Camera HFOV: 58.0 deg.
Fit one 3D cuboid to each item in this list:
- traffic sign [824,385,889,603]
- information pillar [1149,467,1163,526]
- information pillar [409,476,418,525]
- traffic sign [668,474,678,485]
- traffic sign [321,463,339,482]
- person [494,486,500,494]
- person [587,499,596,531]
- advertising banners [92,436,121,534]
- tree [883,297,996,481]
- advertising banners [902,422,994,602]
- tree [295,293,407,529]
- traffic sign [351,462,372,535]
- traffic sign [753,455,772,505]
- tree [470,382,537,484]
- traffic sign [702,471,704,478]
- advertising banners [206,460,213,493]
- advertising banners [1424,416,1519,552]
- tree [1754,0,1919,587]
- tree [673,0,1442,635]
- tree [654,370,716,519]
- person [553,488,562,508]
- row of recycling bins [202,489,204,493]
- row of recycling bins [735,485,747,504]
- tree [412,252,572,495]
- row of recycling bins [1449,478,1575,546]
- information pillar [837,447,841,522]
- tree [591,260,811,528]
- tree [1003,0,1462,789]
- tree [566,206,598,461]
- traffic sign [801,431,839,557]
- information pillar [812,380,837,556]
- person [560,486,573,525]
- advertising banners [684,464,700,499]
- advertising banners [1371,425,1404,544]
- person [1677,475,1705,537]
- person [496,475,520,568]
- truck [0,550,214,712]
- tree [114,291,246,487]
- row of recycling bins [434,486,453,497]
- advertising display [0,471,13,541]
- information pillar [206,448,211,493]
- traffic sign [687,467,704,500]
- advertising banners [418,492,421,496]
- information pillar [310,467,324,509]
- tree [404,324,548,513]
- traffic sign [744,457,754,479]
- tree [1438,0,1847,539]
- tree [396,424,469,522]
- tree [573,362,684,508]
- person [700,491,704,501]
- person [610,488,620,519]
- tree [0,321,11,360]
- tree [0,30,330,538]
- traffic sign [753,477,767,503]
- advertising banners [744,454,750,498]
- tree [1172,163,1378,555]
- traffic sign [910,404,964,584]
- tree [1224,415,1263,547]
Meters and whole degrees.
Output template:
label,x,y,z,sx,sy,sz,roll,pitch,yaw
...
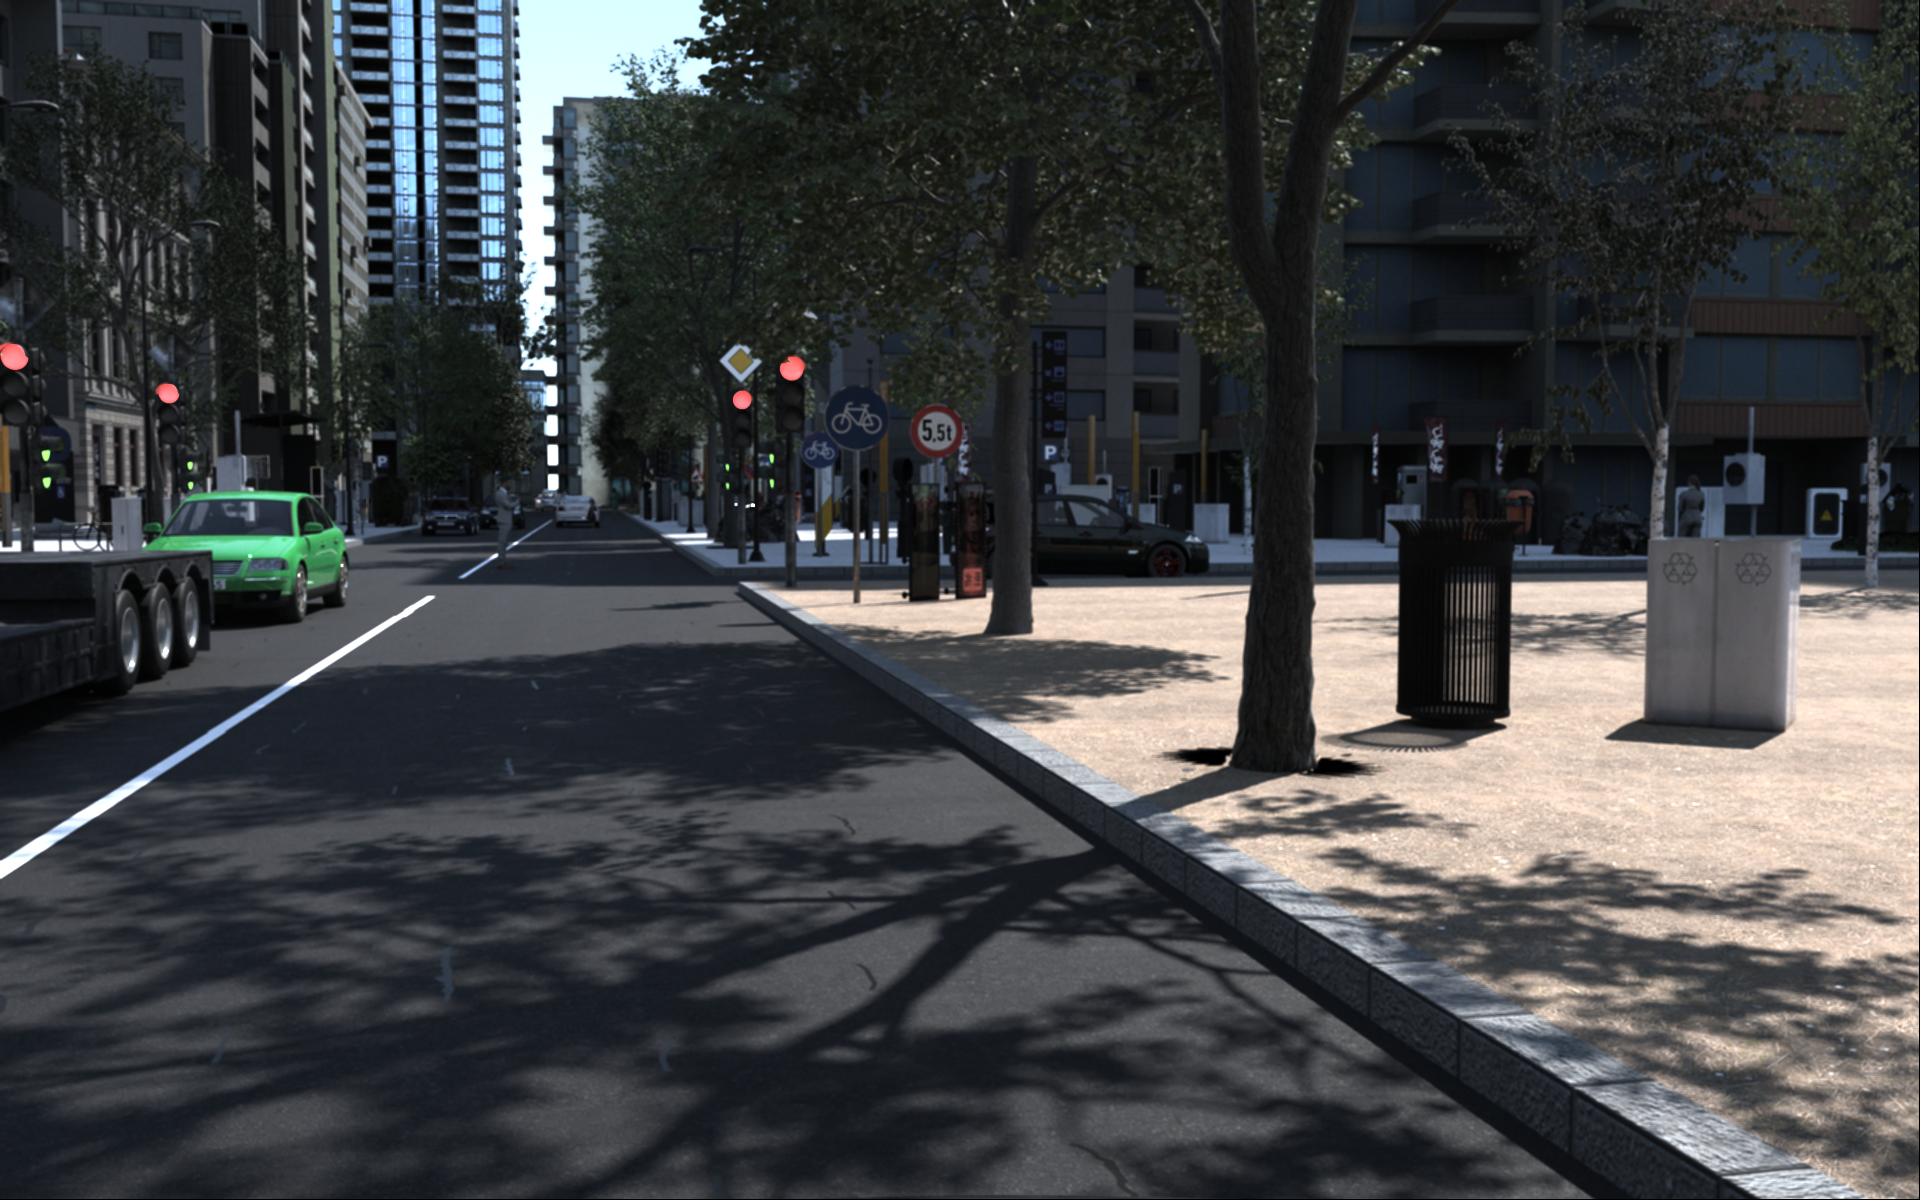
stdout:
label,x,y,z,sx,sy,sz,roll,pitch,yaw
traffic sign,-1.214,-1.237,20.324,0.768,2.556,0.104,-1,4,-11
information pillar,5.335,-2.617,47.281,0.304,2.012,0.304,1,4,22
information pillar,-22.724,-4.128,71.988,0.304,2.012,0.304,0,4,1
traffic sign,-16.174,-5.925,96.871,0.884,2.594,0.081,0,4,-6
traffic sign,-25.587,-4.291,70.267,0.768,2.556,0.104,0,4,-3
person,-22.167,-4.549,83.053,0.511,1.800,0.466,0,4,-6
person,-14.169,-3.266,66.565,0.373,1.253,0.362,-1,4,-14
advertising banners,-26.089,-3.472,52.962,0.090,3.025,2.074,0,4,-6
tree,-0.844,-6.770,61.055,4.737,8.622,4.395,0,3,0
advertising banners,0.111,-1.531,21.218,2.074,3.025,0.090,-3,5,-41
tree,-22.268,-6.928,63.636,4.737,8.622,4.395,0,3,0
traffic sign,-18.894,-3.215,54.702,0.606,2.300,0.079,-1,4,-11
traffic sign,-6.446,-3.491,57.191,0.768,2.556,0.104,-1,4,-10
tree,-43.173,-14.919,162.059,7.486,12.596,7.792,0,3,0
traffic sign,-11.904,-5.053,82.722,0.768,2.556,0.104,0,4,-6
advertising banners,-39.028,-5.741,90.048,0.090,3.025,2.074,-2,4,-33
advertising banners,11.375,-2.590,38.530,2.074,3.025,0.090,1,4,13
tree,12.670,-4.473,23.494,4.737,8.622,4.395,0,3,0
tree,0.830,-5.977,15.848,7.486,12.596,7.792,0,3,0
tree,-14.584,-8.465,88.762,4.737,8.622,4.395,0,3,0
person,-21.485,-5.146,93.312,0.731,1.740,0.598,-2,4,-35
row of recycling bins,-43.182,-5.350,94.587,3.534,1.692,1.069,-1,4,-21
row of recycling bins,-10.413,-4.526,81.110,1.069,1.692,3.534,-1,4,-11
tree,-34.667,-16.977,133.464,12.611,20.169,13.585,0,3,0
row of recycling bins,14.072,-2.276,44.322,1.069,1.692,3.534,-3,5,-39
information pillar,-5.555,-5.349,78.810,0.183,3.616,0.504,2,4,25
tree,-9.117,-7.986,64.985,7.601,10.594,8.767,-2,4,-24
tree,1.446,-5.009,7.648,9.928,11.665,9.643,0,3,0
tree,-7.577,-8.071,50.088,7.486,12.596,7.792,0,3,0
traffic sign,-2.844,-2.144,35.164,0.768,2.556,0.104,0,4,-4
information pillar,-2.834,-2.720,35.825,0.183,3.616,0.504,2,4,33
person,-18.459,-4.415,80.963,0.850,1.792,0.678,0,4,8
advertising banners,-15.578,-6.393,100.708,0.090,3.025,2.074,-2,4,-34
advertising banners,11.083,-2.984,44.975,0.090,3.025,2.074,3,4,38
person,13.799,-1.475,32.888,0.520,1.790,0.573,-1,4,-14
person,-8.728,-1.516,33.473,0.466,1.800,0.511,-1,4,-15
truck,-5.663,-0.977,5.733,2.967,4.110,18.799,-1,4,-13
tree,-28.826,-6.952,64.031,4.737,8.622,4.395,0,3,0
row of recycling bins,-28.358,-5.353,94.632,1.069,1.692,3.534,-2,4,-26
advertising display,-26.145,-2.543,46.794,0.974,1.923,0.123,-3,4,-37
information pillar,-37.356,-5.795,86.107,0.183,3.616,0.504,-1,4,-13
traffic sign,-12.426,-4.994,81.663,0.884,2.594,0.081,0,4,-4
advertising banners,-30.981,-6.417,101.102,2.074,3.025,0.090,1,4,16
information pillar,-17.348,-2.586,46.774,0.304,2.012,0.304,-1,4,-15
tree,-32.810,-12.261,117.482,9.611,12.733,9.660,0,3,0
traffic sign,-6.946,-3.580,58.644,0.768,2.556,0.104,0,4,-4
tree,7.691,-4.211,19.213,4.360,8.622,3.978,0,3,0
tree,-24.731,-5.970,81.319,4.285,4.588,4.351,0,3,0
tree,-30.160,-15.177,158.508,12.009,13.543,11.850,0,3,0
person,-27.796,-10.923,187.228,0.705,1.807,1.348,-3,4,-38
person,-20.069,-5.610,100.477,0.600,1.795,0.529,0,4,3
tree,-11.425,-2.067,17.510,4.285,4.588,4.351,0,3,0
tree,-16.542,-6.168,35.253,7.601,10.594,8.767,2,4,26
traffic sign,-6.513,-3.559,58.201,0.884,2.594,0.081,0,4,-8
advertising banners,-9.319,-4.868,75.778,0.090,3.025,2.074,0,4,-1
tree,6.157,-5.236,35.965,4.737,8.622,4.395,0,3,0
traffic sign,-0.326,-1.496,24.562,0.768,2.556,0.104,0,4,-3
tree,7.440,-2.932,42.532,1.663,3.219,1.824,0,3,0
